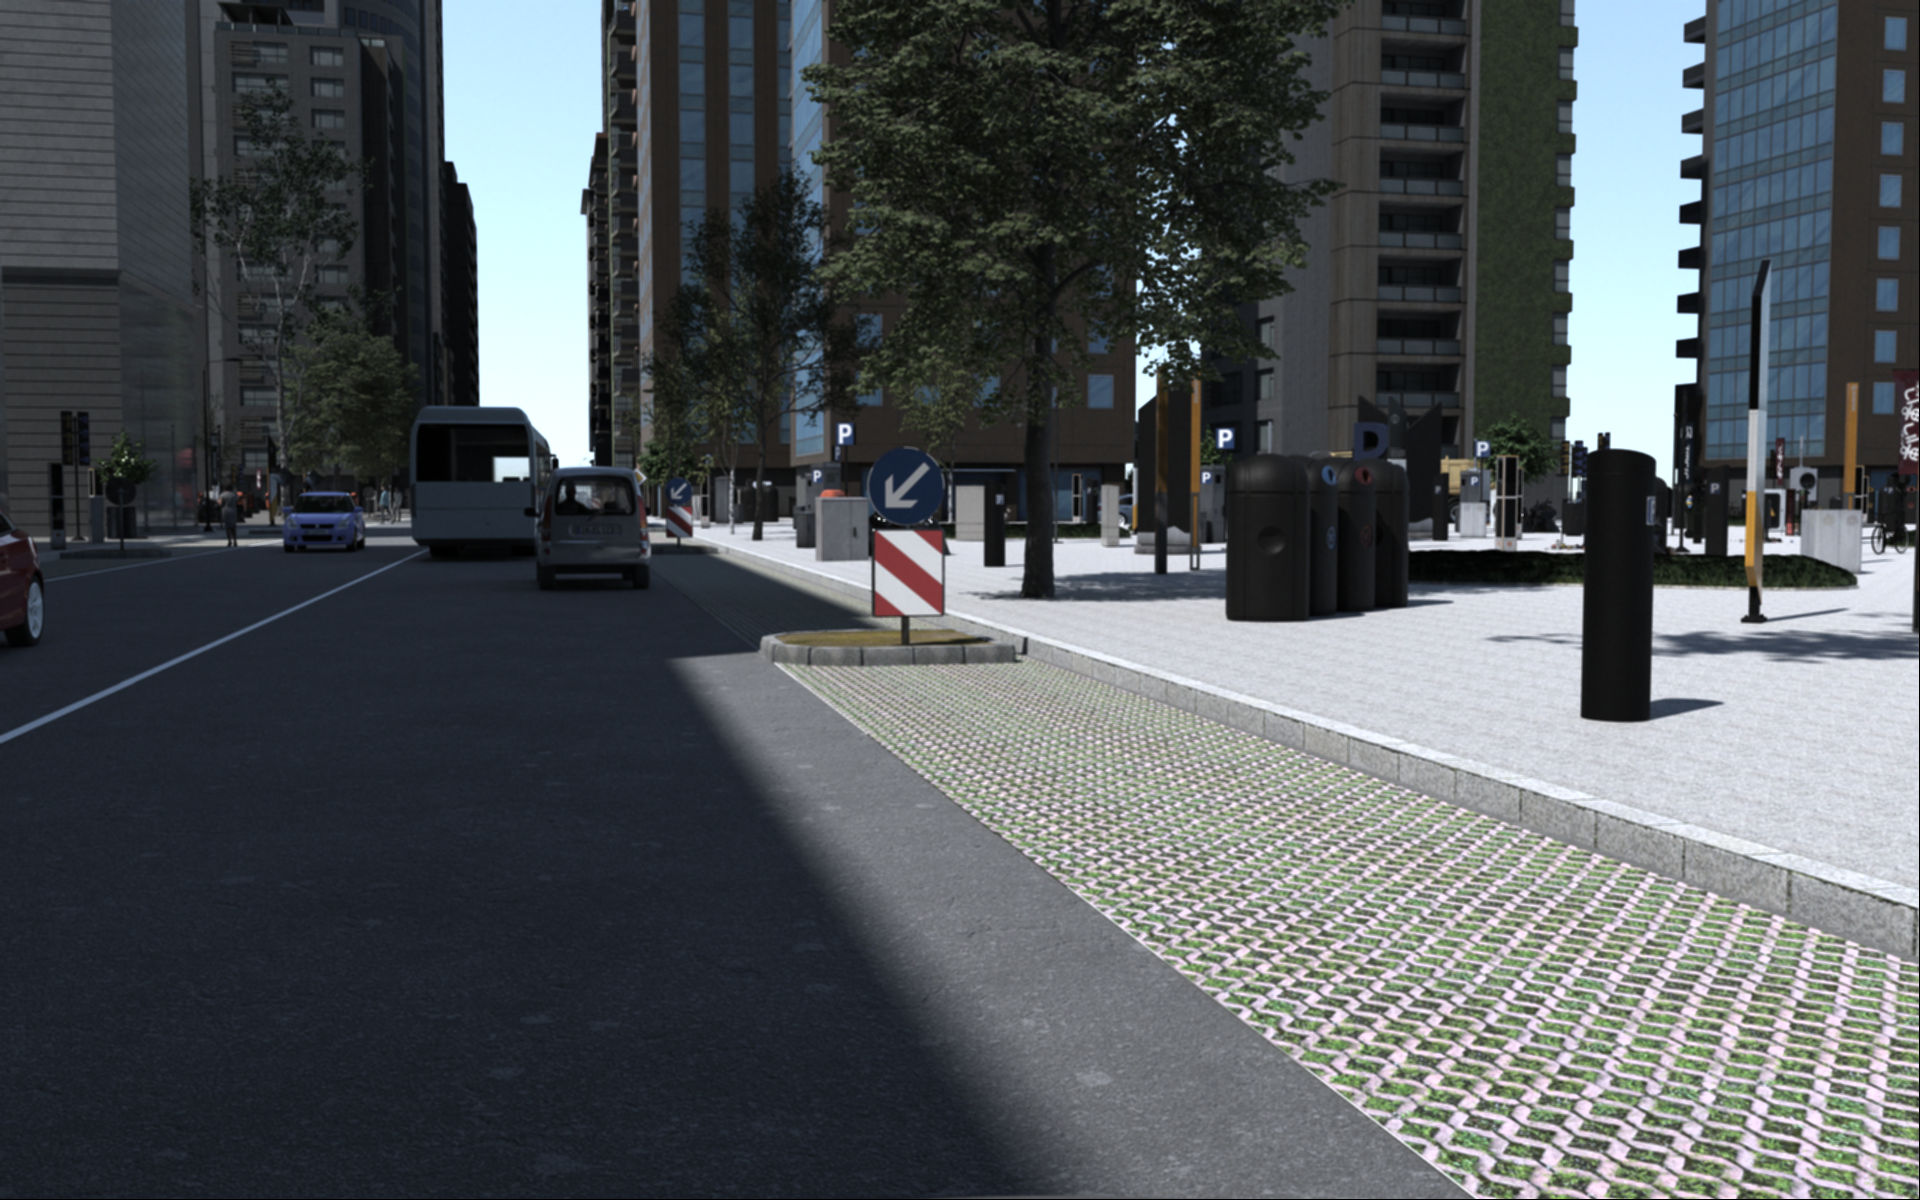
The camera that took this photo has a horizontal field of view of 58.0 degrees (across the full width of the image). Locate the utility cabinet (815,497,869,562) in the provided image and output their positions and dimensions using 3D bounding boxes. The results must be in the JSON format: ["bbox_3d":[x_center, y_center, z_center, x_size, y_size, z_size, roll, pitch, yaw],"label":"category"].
[{"bbox_3d":[-2.254,-1.350,33.226,1.020,1.237,0.306,-2,4,-32],"label":"utility cabinet"}]

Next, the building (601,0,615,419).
[{"bbox_3d":[-40.944,-49.050,240.211,20.563,71.187,20.611,-1,4,-13],"label":"building"}]

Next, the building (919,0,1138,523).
[{"bbox_3d":[-0.394,-26.519,83.702,14.200,45.320,14.600,-1,4,-13],"label":"building"}]

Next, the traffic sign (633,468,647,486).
[{"bbox_3d":[-12.278,-3.802,65.807,0.795,2.450,0.064,-1,4,-13],"label":"traffic sign"}]

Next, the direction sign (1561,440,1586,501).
[{"bbox_3d":[25.881,-4.973,73.305,0.876,3.537,0.379,1,4,18],"label":"direction sign"}]

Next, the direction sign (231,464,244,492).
[{"bbox_3d":[-54.821,-8.527,131.410,0.876,3.537,0.379,-1,4,-20],"label":"direction sign"}]

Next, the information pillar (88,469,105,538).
[{"bbox_3d":[-25.332,-2.835,50.839,0.304,2.012,0.304,3,4,38],"label":"information pillar"}]

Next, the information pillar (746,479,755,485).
[{"bbox_3d":[-10.377,-4.981,85.936,0.304,2.012,0.304,3,5,44],"label":"information pillar"}]

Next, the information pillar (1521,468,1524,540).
[{"bbox_3d":[15.513,-2.686,48.404,0.304,2.012,0.304,-1,4,-16],"label":"information pillar"}]

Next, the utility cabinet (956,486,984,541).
[{"bbox_3d":[0.485,-2.345,47.028,1.173,1.500,0.318,1,4,8],"label":"utility cabinet"}]

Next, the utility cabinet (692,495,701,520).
[{"bbox_3d":[-12.623,-4.476,84.350,1.020,1.237,0.306,3,5,40],"label":"utility cabinet"}]

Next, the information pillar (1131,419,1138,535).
[{"bbox_3d":[5.658,-3.864,54.537,0.504,3.616,0.183,-2,4,-27],"label":"information pillar"}]

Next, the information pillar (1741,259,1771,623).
[{"bbox_3d":[7.908,-1.579,17.173,0.183,3.616,0.504,2,4,34],"label":"information pillar"}]

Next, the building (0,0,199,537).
[{"bbox_3d":[-40.545,-16.846,52.920,29.804,29.767,11.434,-1,4,-13],"label":"building"}]

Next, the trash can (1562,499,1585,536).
[{"bbox_3d":[18.791,-2.528,52.989,0.748,1.137,0.748,0,3,0],"label":"trash can"}]

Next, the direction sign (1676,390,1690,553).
[{"bbox_3d":[15.855,-2.812,37.974,0.379,3.537,0.876,2,4,27],"label":"direction sign"}]

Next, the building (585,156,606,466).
[{"bbox_3d":[-41.717,-41.346,265.252,28.713,52.752,27.495,-1,4,-13],"label":"building"}]

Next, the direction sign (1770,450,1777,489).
[{"bbox_3d":[41.663,-5.911,88.636,0.876,3.537,0.379,-3,4,-39],"label":"direction sign"}]

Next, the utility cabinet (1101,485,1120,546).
[{"bbox_3d":[3.684,-2.061,42.381,0.318,1.500,1.173,0,4,-3],"label":"utility cabinet"}]

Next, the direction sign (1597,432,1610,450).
[{"bbox_3d":[23.671,-4.389,63.760,0.379,3.537,0.876,0,4,-7],"label":"direction sign"}]

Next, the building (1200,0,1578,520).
[{"bbox_3d":[21.306,-24.751,88.268,14.086,41.232,14.154,-1,4,-13],"label":"building"}]

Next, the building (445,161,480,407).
[{"bbox_3d":[-82.219,-38.485,252.924,21.300,48.544,21.600,-1,4,-13],"label":"building"}]

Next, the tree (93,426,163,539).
[{"bbox_3d":[-23.995,-3.363,49.590,1.663,3.219,1.824,0,3,0],"label":"tree"}]

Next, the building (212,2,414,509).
[{"bbox_3d":[-54.964,-28.439,148.566,14.154,41.232,14.086,-1,4,-13],"label":"building"}]

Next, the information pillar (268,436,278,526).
[{"bbox_3d":[-27.704,-4.798,69.797,0.183,3.616,0.504,1,4,8],"label":"information pillar"}]

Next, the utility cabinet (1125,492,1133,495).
[{"bbox_3d":[12.788,-7.345,128.763,1.173,1.500,0.318,2,4,26],"label":"utility cabinet"}]

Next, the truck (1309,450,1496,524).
[{"bbox_3d":[19.621,-5.005,77.762,9.791,3.379,3.469,-1,4,-11],"label":"truck"}]

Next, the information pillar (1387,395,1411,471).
[{"bbox_3d":[10.357,-3.044,41.125,0.504,3.616,0.183,-1,4,-20],"label":"information pillar"}]

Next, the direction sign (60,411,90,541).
[{"bbox_3d":[-24.245,-3.397,47.530,0.379,3.537,0.876,1,4,22],"label":"direction sign"}]

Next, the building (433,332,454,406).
[{"bbox_3d":[-72.380,-21.469,196.055,27.650,21.520,28.899,-1,4,-13],"label":"building"}]

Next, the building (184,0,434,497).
[{"bbox_3d":[-63.139,-38.276,167.813,21.231,58.520,28.212,-1,4,-13],"label":"building"}]

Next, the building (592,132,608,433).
[{"bbox_3d":[-32.826,-33.922,209.250,22.147,44.769,28.867,-1,4,-13],"label":"building"}]

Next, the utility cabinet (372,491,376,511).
[{"bbox_3d":[-44.578,-7.519,131.612,1.173,1.500,0.318,2,4,23],"label":"utility cabinet"}]

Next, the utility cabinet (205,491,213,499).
[{"bbox_3d":[-56.149,-7.432,130.185,1.173,1.500,0.318,1,4,19],"label":"utility cabinet"}]

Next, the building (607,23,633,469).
[{"bbox_3d":[-24.412,-28.897,156.053,14.154,41.232,14.086,-1,4,-13],"label":"building"}]

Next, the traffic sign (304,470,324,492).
[{"bbox_3d":[-26.371,-4.103,70.731,0.795,2.450,0.064,-1,4,-13],"label":"traffic sign"}]

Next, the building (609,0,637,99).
[{"bbox_3d":[-14.391,-28.990,128.609,22.147,44.769,28.867,-1,4,-13],"label":"building"}]

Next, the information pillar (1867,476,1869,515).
[{"bbox_3d":[37.681,-4.146,72.283,0.304,2.012,0.304,0,4,7],"label":"information pillar"}]

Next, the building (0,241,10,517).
[{"bbox_3d":[-26.065,-13.062,18.076,19.350,26.468,34.151,-1,4,-13],"label":"building"}]

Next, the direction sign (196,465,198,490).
[{"bbox_3d":[-54.648,-8.076,124.044,0.379,3.537,0.876,-1,4,-21],"label":"direction sign"}]

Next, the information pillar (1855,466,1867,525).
[{"bbox_3d":[23.252,-2.478,45.003,0.304,2.012,0.304,1,4,9],"label":"information pillar"}]

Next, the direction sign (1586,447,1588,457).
[{"bbox_3d":[29.759,-5.582,83.265,0.876,3.537,0.379,-1,4,-15],"label":"direction sign"}]

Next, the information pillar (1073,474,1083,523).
[{"bbox_3d":[4.348,-3.639,63.989,0.304,2.012,0.304,2,4,23],"label":"information pillar"}]

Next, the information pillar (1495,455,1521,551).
[{"bbox_3d":[10.418,-1.744,33.010,0.304,2.012,0.304,-1,4,-10],"label":"information pillar"}]

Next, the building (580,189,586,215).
[{"bbox_3d":[-48.769,-42.969,291.789,28.713,52.752,27.495,-1,4,-13],"label":"building"}]

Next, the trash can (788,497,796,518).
[{"bbox_3d":[-8.790,-4.925,92.173,0.748,1.137,0.748,0,3,0],"label":"trash can"}]

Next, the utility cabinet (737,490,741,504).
[{"bbox_3d":[-11.499,-5.073,91.626,1.173,1.500,0.318,0,4,7],"label":"utility cabinet"}]

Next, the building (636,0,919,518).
[{"bbox_3d":[-11.109,-27.460,99.082,14.600,45.320,14.200,-1,4,-13],"label":"building"}]

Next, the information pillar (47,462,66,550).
[{"bbox_3d":[-20.920,-2.179,40.117,0.304,2.012,0.304,-2,4,-34],"label":"information pillar"}]

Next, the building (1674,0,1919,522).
[{"bbox_3d":[48.828,-27.002,91.596,14.200,45.320,14.600,-1,4,-13],"label":"building"}]

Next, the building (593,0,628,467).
[{"bbox_3d":[-26.481,-52.954,178.470,22.319,86.520,31.000,-1,4,-13],"label":"building"}]

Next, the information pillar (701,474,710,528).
[{"bbox_3d":[-9.539,-3.696,64.918,0.304,2.012,0.304,0,4,1],"label":"information pillar"}]

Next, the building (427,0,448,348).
[{"bbox_3d":[-77.312,-48.532,231.744,20.563,71.187,20.611,-1,4,-13],"label":"building"}]

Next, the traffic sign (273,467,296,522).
[{"bbox_3d":[-24.544,-3.628,62.957,0.795,2.450,0.064,-1,4,-13],"label":"traffic sign"}]

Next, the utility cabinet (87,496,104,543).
[{"bbox_3d":[-22.720,-2.100,45.497,0.306,1.237,1.020,-2,4,-32],"label":"utility cabinet"}]
